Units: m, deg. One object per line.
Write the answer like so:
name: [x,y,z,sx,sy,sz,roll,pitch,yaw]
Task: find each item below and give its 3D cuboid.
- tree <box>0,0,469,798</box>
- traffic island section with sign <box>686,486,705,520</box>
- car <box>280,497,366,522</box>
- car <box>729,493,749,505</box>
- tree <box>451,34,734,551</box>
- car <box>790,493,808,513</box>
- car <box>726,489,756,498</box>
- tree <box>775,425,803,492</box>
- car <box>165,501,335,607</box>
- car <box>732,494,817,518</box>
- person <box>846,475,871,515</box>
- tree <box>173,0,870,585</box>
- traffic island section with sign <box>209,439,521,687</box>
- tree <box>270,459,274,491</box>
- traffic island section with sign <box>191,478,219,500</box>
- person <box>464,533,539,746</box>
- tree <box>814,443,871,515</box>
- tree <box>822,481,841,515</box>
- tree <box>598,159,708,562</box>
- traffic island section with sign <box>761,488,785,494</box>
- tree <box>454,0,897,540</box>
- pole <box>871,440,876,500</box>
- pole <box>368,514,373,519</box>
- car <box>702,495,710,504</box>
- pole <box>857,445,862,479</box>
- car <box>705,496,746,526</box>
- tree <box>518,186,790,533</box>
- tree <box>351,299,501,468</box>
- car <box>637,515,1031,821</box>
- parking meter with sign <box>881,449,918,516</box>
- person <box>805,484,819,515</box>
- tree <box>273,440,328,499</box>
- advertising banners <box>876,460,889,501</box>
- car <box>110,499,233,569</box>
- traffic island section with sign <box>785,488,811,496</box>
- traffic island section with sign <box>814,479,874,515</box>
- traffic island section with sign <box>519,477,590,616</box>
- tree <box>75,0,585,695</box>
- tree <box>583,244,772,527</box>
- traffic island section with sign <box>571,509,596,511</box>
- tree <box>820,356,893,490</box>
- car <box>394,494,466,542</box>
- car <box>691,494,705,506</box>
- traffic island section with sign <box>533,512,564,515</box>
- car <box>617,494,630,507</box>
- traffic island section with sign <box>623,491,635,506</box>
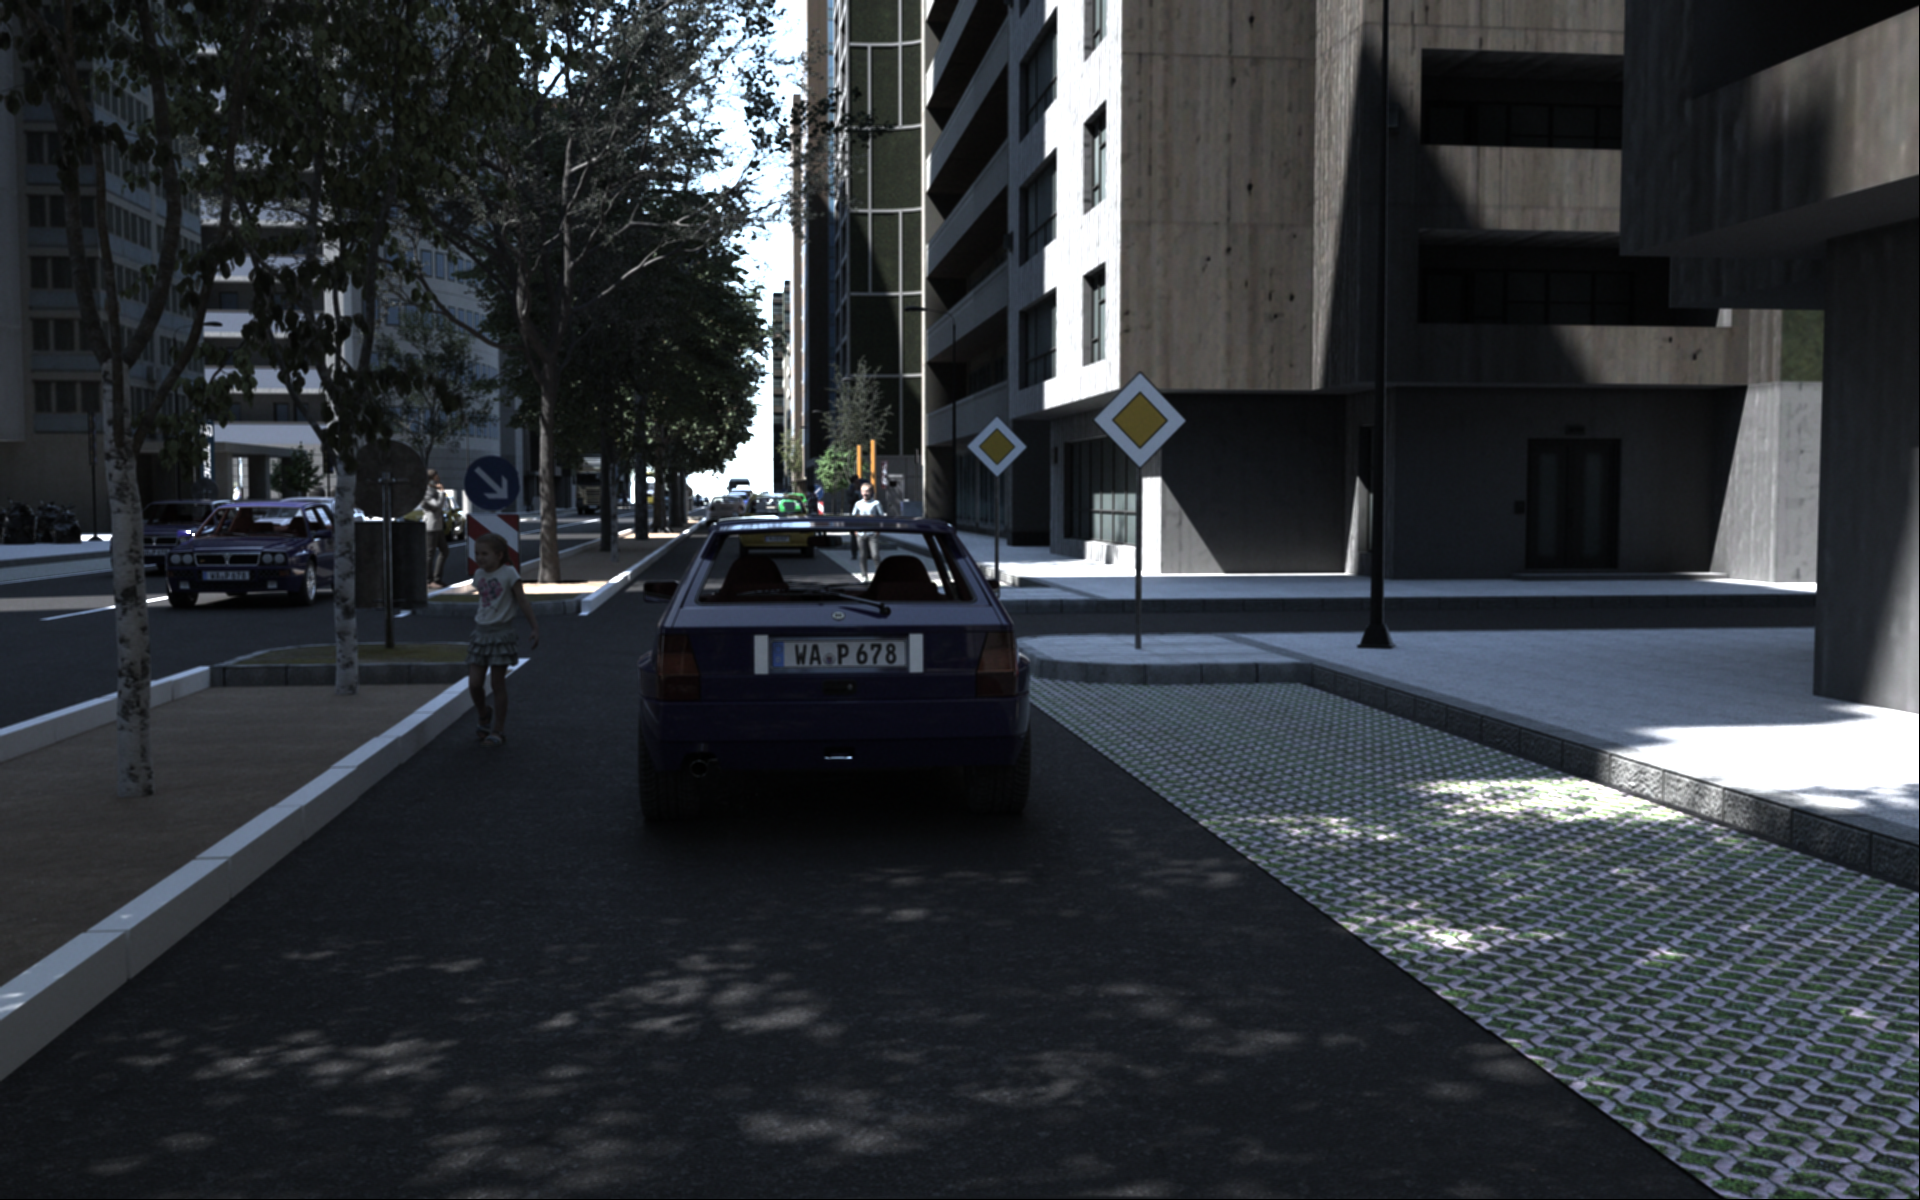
tree: [-3.854,-3.357,7.704,4.360,8.622,3.978,0,3,0]
traffic island section with sign: [-15.084,-5.358,95.739,2.006,1.907,1.989,0,4,-7]
car: [-14.912,-1.669,39.656,2.083,1.381,4.827,0,4,-6]
car: [-14.452,-6.313,112.802,1.945,1.707,3.694,0,4,-8]
tree: [-8.617,-7.454,42.453,7.486,12.596,7.792,0,3,0]
car: [-10.422,-6.069,108.032,1.959,1.807,4.718,-1,4,-9]
car: [-15.261,-6.887,121.283,2.281,1.827,5.304,0,4,-7]
tree: [-17.089,-14.039,179.900,4.737,8.622,4.395,0,3,0]
car: [-9.328,-0.654,23.270,1.945,1.354,3.894,0,4,-8]
car: [-4.315,-1.848,40.431,2.015,1.641,3.980,0,4,-7]
person: [-2.145,-1.799,37.720,0.655,1.846,0.447,-2,4,-24]
tree: [-6.620,-7.011,27.453,12.009,13.543,11.850,0,3,0]
traffic island section with sign: [-4.699,-0.349,13.847,2.006,1.907,1.989,0,4,-7]
tree: [-32.165,-5.362,82.263,1.663,3.219,1.824,0,3,0]
traffic island section with sign: [-18.592,-2.066,42.401,1.989,1.847,2.006,0,4,-7]
person: [-2.615,0.217,9.962,0.505,1.210,0.382,1,4,18]
tree: [-7.025,-7.345,103.811,4.285,4.588,4.351,0,3,0]
tree: [-8.068,-6.970,108.555,1.663,3.219,1.824,0,3,0]
tree: [-7.200,-5.079,35.864,4.360,8.622,3.978,0,3,0]
traffic island section with sign: [-15.820,-8.541,148.274,1.989,1.847,2.006,0,4,-7]
tree: [-8.565,-11.871,52.438,12.611,20.169,13.585,0,3,0]
pole: [-3.256,-4.365,65.211,0.158,3.312,0.155,0,3,0]
pole: [-29.994,-5.762,88.055,0.158,3.312,0.155,0,3,0]
car: [-35.958,-14.071,242.639,1.945,1.354,3.894,-1,4,-9]
pole: [-4.180,-4.794,72.221,0.158,3.312,0.155,0,3,0]
car: [-10.516,-4.034,78.320,2.083,1.381,4.827,0,4,-7]
tree: [-11.086,-8.819,63.661,9.611,12.733,9.660,0,3,0]
tree: [-26.137,-9.136,83.788,8.767,10.594,7.601,1,4,8]
car: [-0.696,0.218,9.012,1.945,1.354,3.894,0,4,-6]
parking meter with sign: [-2.514,-4.317,66.846,1.738,3.016,0.543,0,4,1]
person: [-4.374,-2.608,51.977,0.643,1.720,0.563,-1,4,-16]
tree: [-23.548,-4.138,62.260,1.663,3.219,1.824,0,3,0]
advertising banners: [-4.445,-5.678,89.026,2.074,3.025,0.090,-3,5,-44]
car: [-14.261,-1.181,31.884,1.945,1.354,3.894,-1,4,-9]
traffic island section with sign: [-6.106,-3.859,71.730,1.989,1.847,2.006,0,4,-7]
traffic island section with sign: [-2.718,-2.224,44.988,1.989,1.847,2.006,0,4,-7]
traffic island section with sign: [-5.621,-0.799,21.196,2.006,1.907,1.989,0,4,-7]
tree: [-4.435,-3.638,12.308,4.737,8.622,4.395,0,3,0]
tree: [-12.239,-10.088,74.050,9.857,13.997,8.962,0,3,0]
traffic island section with sign: [-31.769,-8.418,146.269,1.989,1.847,2.006,0,4,-7]
tree: [-5.697,-8.705,92.687,4.360,8.622,3.978,0,3,0]
car: [-16.241,-2.621,53.079,2.015,1.641,3.980,-1,4,-9]
car: [-31.479,-12.047,206.762,2.009,1.686,4.222,0,4,-7]
traffic island section with sign: [-28.371,-6.783,119.528,1.989,1.847,2.006,0,4,-7]
car: [-36.761,-10.737,187.544,2.014,1.417,4.499,0,4,-7]
traffic island section with sign: [-38.672,-11.750,200.733,1.989,1.847,2.006,0,4,-7]
